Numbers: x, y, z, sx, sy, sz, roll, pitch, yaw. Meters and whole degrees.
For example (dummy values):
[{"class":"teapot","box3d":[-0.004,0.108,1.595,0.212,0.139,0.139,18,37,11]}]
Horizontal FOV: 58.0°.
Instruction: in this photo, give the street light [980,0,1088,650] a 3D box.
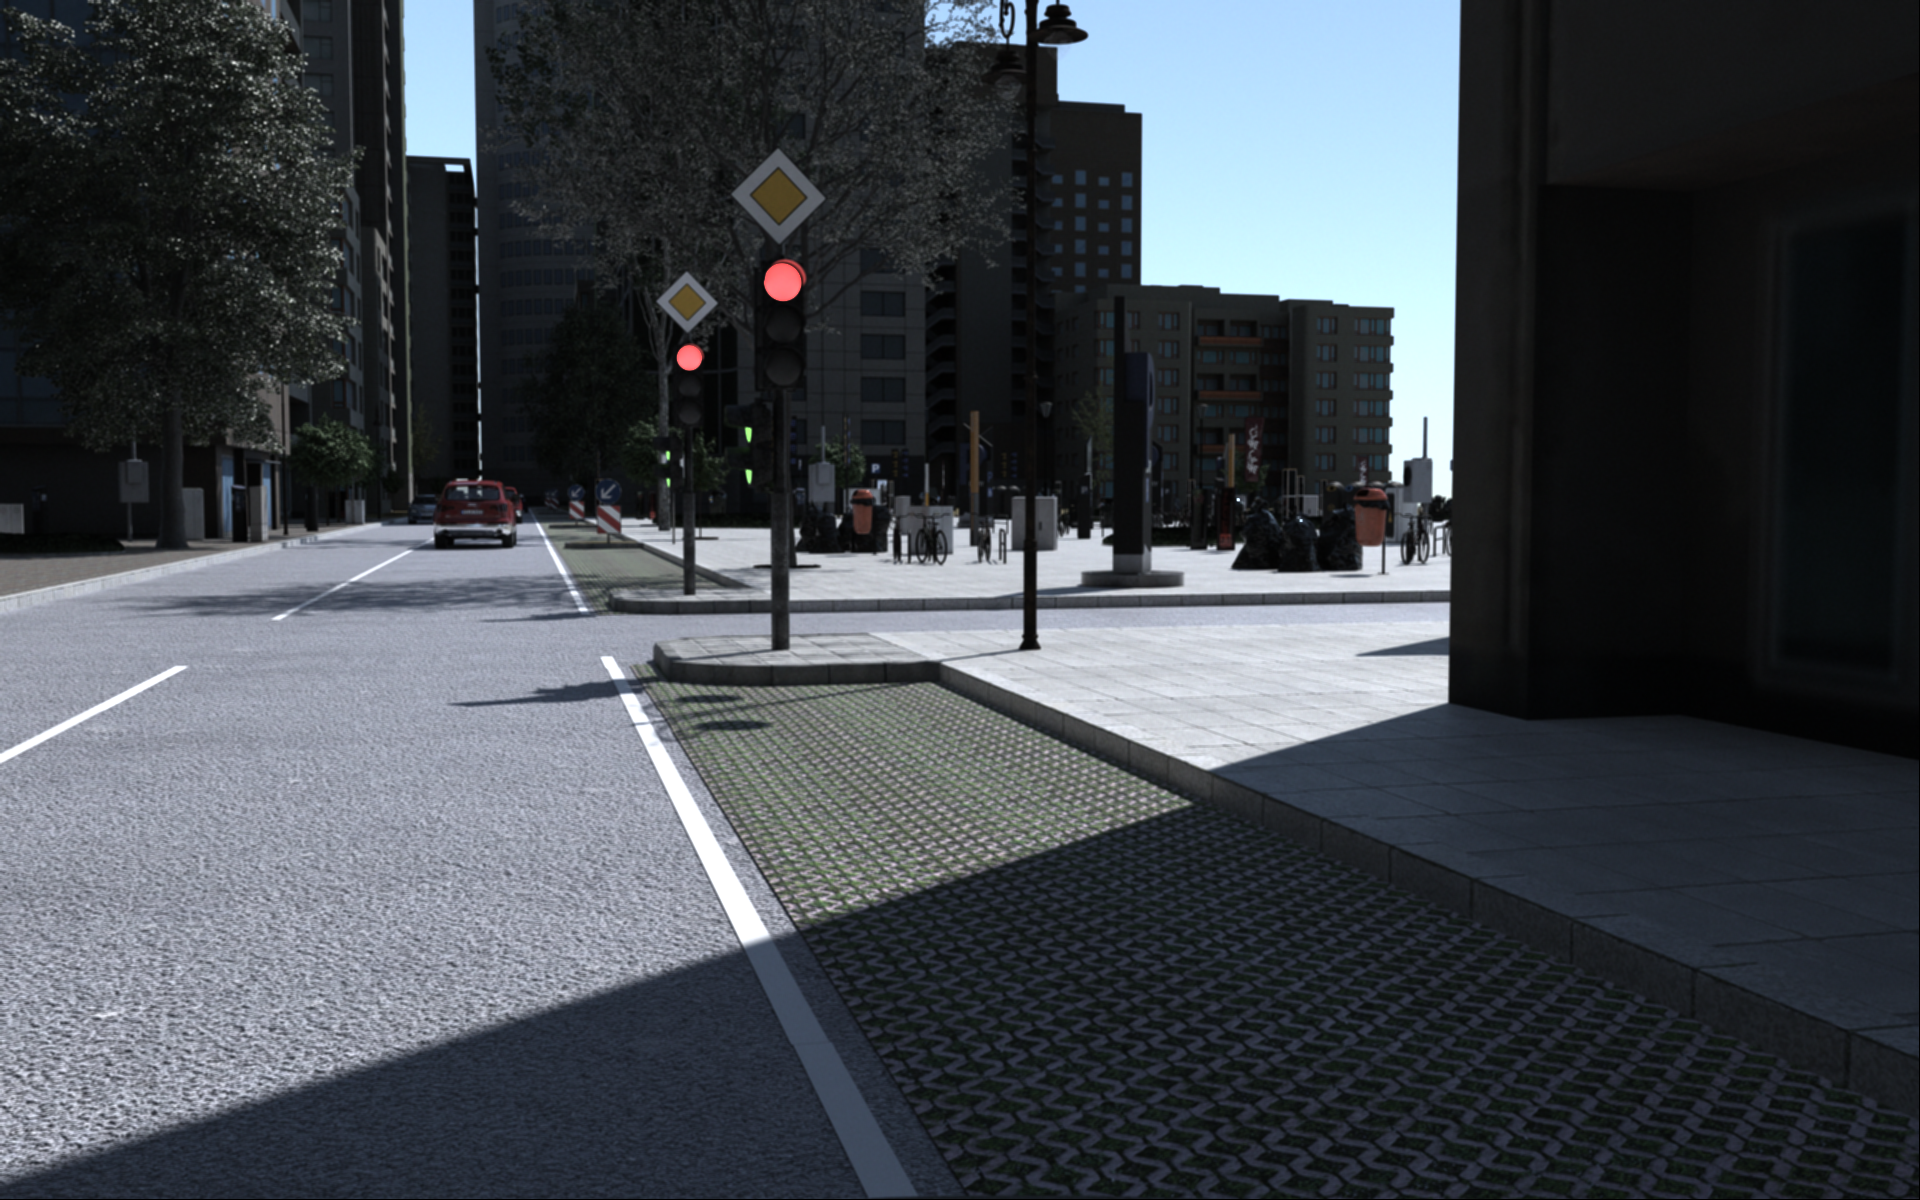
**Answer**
[{"class":"street light","box3d":[0.580,-2.531,14.163,0.468,5.910,1.993,-1,4,-14]}]

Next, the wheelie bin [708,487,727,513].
[{"class":"wheelie bin","box3d":[-11.398,-4.509,81.623,0.693,1.594,0.980,2,4,25]}]

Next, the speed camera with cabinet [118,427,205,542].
[{"class":"speed camera with cabinet","box3d":[-21.811,-3.239,47.287,2.038,3.252,0.660,-2,4,-32]}]

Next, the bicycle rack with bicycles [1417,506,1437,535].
[{"class":"bicycle rack with bicycles","box3d":[13.830,-2.506,54.359,2.852,0.926,2.925,3,4,37]}]

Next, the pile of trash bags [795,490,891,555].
[{"class":"pile of trash bags","box3d":[-2.430,-1.713,37.752,1.912,1.369,3.447,-1,4,-17]}]

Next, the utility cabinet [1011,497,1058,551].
[{"class":"utility cabinet","box3d":[1.698,-1.738,39.580,1.020,1.237,0.306,1,4,21]}]

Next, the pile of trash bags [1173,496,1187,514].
[{"class":"pile of trash bags","box3d":[12.948,-5.466,99.113,1.912,1.369,3.447,2,4,24]}]

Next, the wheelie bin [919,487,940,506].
[{"class":"wheelie bin","box3d":[-1.459,-4.505,81.559,0.980,1.594,0.693,-1,4,-20]}]

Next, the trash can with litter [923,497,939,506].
[{"class":"trash can with litter","box3d":[-1.143,-3.839,74.155,0.624,1.170,1.055,2,4,26]}]

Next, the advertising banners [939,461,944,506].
[{"class":"advertising banners","box3d":[-0.928,-5.707,89.505,0.090,3.025,2.074,0,4,5]}]

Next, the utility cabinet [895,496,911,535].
[{"class":"utility cabinet","box3d":[-1.805,-2.636,54.263,0.306,1.237,1.020,-1,4,-14]}]

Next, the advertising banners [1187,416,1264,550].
[{"class":"advertising banners","box3d":[6.056,-2.651,39.533,2.074,3.025,0.090,3,5,43]}]

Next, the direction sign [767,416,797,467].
[{"class":"direction sign","box3d":[-5.150,-3.554,50.108,0.876,3.537,0.379,-1,4,-15]}]

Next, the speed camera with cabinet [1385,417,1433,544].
[{"class":"speed camera with cabinet","box3d":[11.647,-3.099,45.005,0.660,3.252,2.038,0,4,-5]}]

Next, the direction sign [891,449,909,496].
[{"class":"direction sign","box3d":[-3.013,-5.815,87.076,0.876,3.537,0.379,1,4,12]}]

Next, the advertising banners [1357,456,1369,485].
[{"class":"advertising banners","box3d":[19.252,-5.094,79.473,2.074,3.025,0.090,0,4,1]}]

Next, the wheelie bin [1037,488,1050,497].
[{"class":"wheelie bin","box3d":[4.446,-5.068,90.769,0.693,1.594,0.980,3,4,39]}]

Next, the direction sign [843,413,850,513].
[{"class":"direction sign","box3d":[-3.189,-3.473,48.788,0.379,3.537,0.876,0,4,7]}]

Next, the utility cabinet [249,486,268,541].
[{"class":"utility cabinet","box3d":[-18.940,-2.328,46.747,0.318,1.500,1.173,-1,4,-15]}]

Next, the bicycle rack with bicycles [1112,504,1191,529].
[{"class":"bicycle rack with bicycles","box3d":[6.778,-3.025,62.845,2.852,0.926,2.925,-2,4,-30]}]

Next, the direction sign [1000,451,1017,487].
[{"class":"direction sign","box3d":[2.539,-6.015,90.335,0.876,3.537,0.379,0,4,8]}]

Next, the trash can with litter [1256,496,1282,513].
[{"class":"trash can with litter","box3d":[12.095,-3.490,68.455,1.055,1.170,0.624,-1,4,-19]}]

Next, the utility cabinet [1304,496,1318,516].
[{"class":"utility cabinet","box3d":[14.505,-3.767,72.744,1.020,1.237,0.306,1,4,18]}]

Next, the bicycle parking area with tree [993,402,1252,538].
[{"class":"bicycle parking area with tree","box3d":[5.199,-4.138,54.665,8.231,4.147,9.016,0,4,0]}]

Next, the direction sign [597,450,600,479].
[{"class":"direction sign","box3d":[-18.437,-5.900,88.454,0.379,3.537,0.876,0,4,-5]}]

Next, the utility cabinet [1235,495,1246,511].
[{"class":"utility cabinet","box3d":[16.222,-5.486,100.862,0.306,1.237,1.020,-2,4,-33]}]

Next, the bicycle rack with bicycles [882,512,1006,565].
[{"class":"bicycle rack with bicycles","box3d":[-0.203,-1.177,32.631,2.852,0.926,2.925,0,4,0]}]

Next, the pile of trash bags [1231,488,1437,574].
[{"class":"pile of trash bags","box3d":[6.049,-1.174,28.952,1.912,1.369,3.447,-1,4,-22]}]

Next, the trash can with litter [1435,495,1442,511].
[{"class":"trash can with litter","box3d":[29.706,-5.885,107.279,1.678,1.210,2.233,-1,4,-18]}]

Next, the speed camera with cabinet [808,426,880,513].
[{"class":"speed camera with cabinet","box3d":[-3.385,-3.451,50.764,2.038,3.252,0.660,-1,4,-18]}]

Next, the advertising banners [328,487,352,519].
[{"class":"advertising banners","box3d":[-32.096,-5.734,89.933,2.074,3.025,0.090,2,4,27]}]

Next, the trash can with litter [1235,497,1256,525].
[{"class":"trash can with litter","box3d":[10.484,-3.275,64.941,0.624,1.170,1.055,-1,4,-13]}]

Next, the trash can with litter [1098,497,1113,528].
[{"class":"trash can with litter","box3d":[5.488,-3.335,65.907,0.624,1.170,1.055,0,4,-4]}]

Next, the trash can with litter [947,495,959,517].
[{"class":"trash can with litter","box3d":[-0.839,-5.245,96.810,2.233,1.210,1.678,1,4,13]}]

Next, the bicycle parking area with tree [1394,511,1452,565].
[{"class":"bicycle parking area with tree","box3d":[12.577,-2.815,33.032,8.231,4.147,9.016,2,4,35]}]

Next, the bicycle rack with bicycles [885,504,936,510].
[{"class":"bicycle rack with bicycles","box3d":[-2.012,-3.000,62.431,2.852,0.926,2.925,1,4,17]}]

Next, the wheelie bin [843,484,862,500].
[{"class":"wheelie bin","box3d":[-3.404,-3.002,56.993,0.693,1.594,0.980,-2,4,-35]}]

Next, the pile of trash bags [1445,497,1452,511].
[{"class":"pile of trash bags","box3d":[25.375,-5.149,93.936,3.447,1.369,1.912,3,4,36]}]

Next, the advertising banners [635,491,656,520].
[{"class":"advertising banners","box3d":[-15.620,-5.596,87.684,0.090,3.025,2.074,3,5,42]}]

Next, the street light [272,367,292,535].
[{"class":"street light","box3d":[-21.157,-4.978,54.185,0.468,5.910,1.993,-1,4,-14]}]

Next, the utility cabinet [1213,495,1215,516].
[{"class":"utility cabinet","box3d":[12.983,-4.722,88.368,1.020,1.237,0.306,0,4,5]}]
